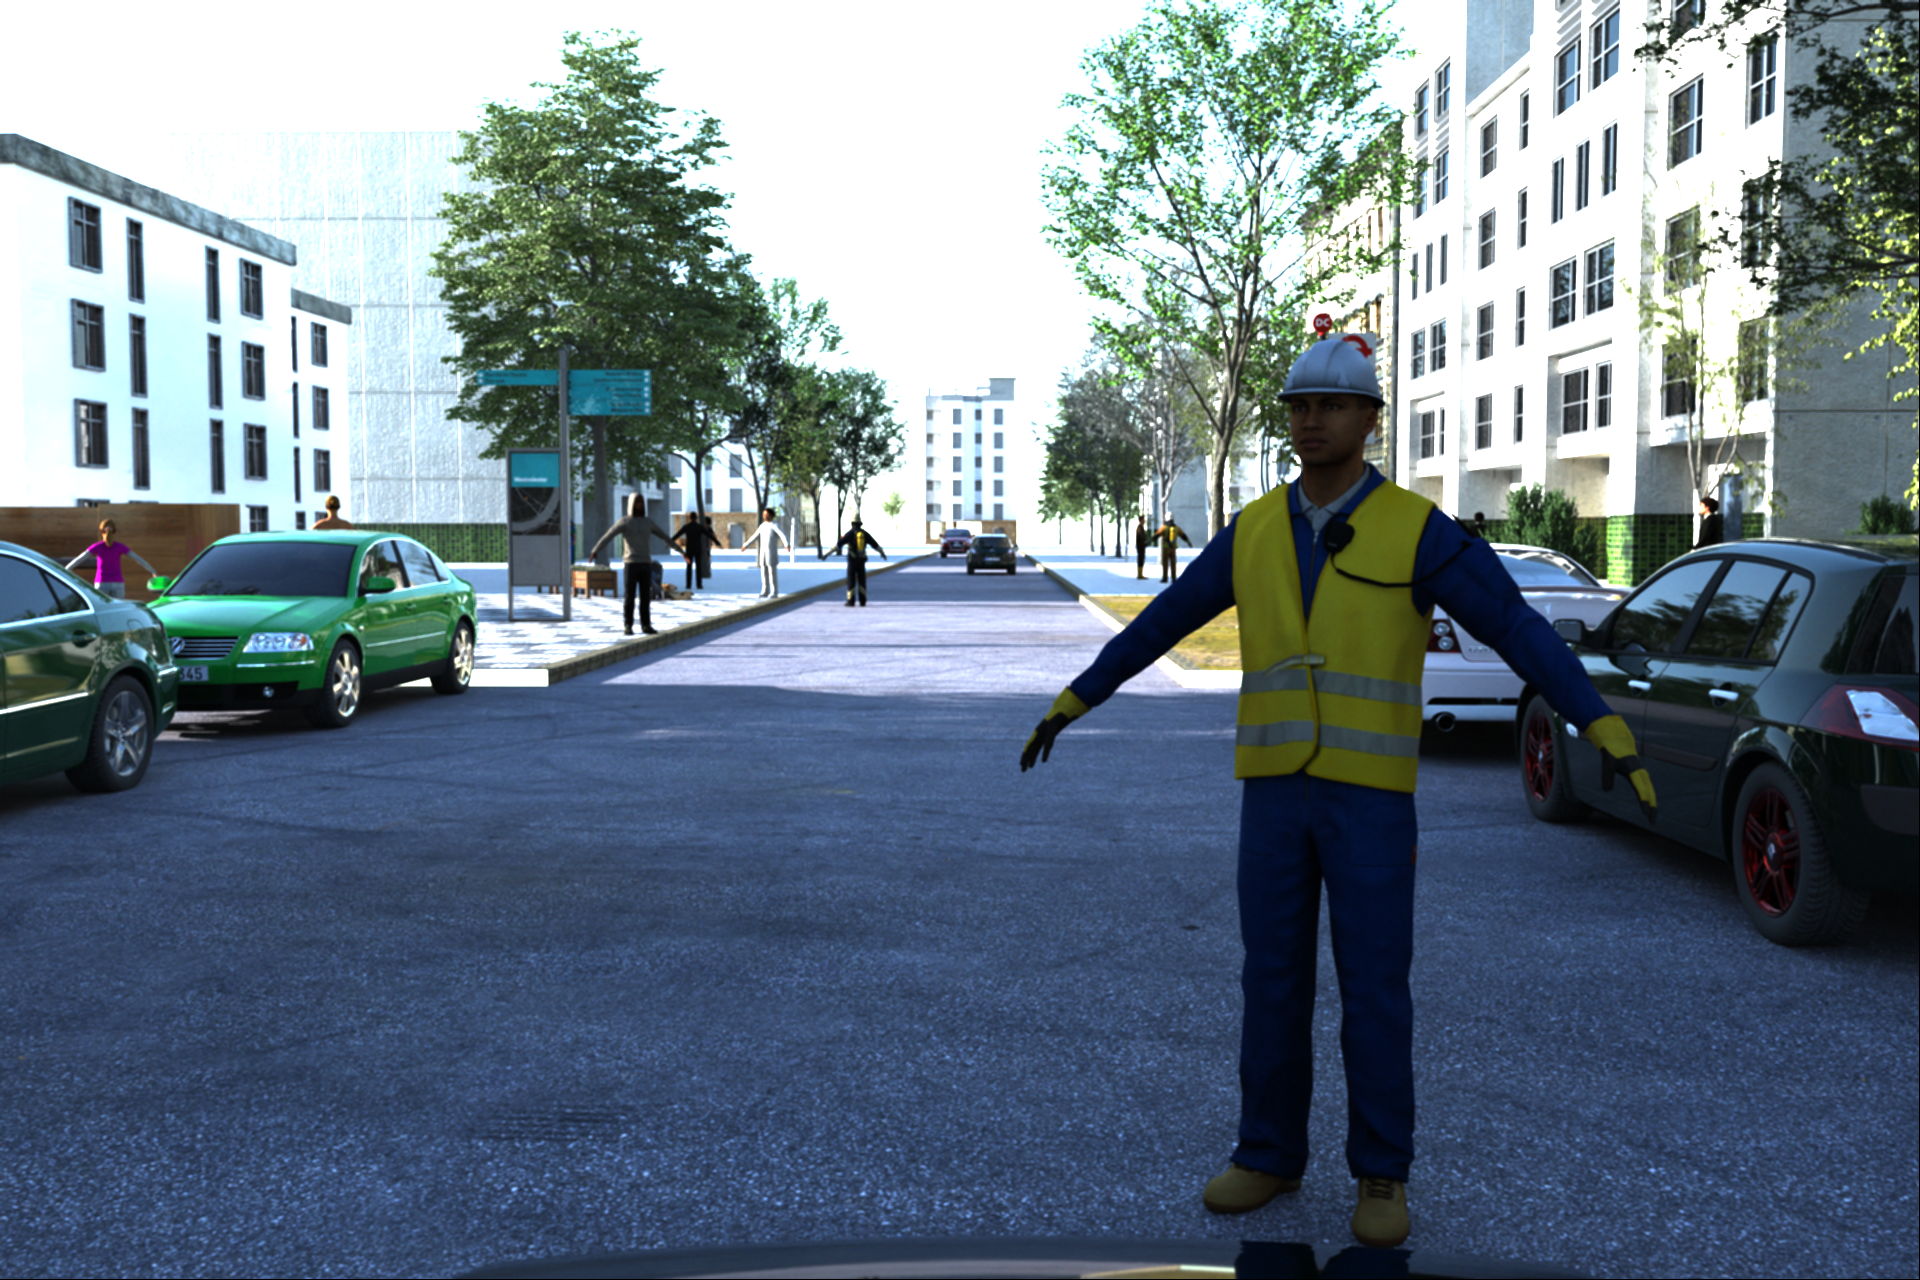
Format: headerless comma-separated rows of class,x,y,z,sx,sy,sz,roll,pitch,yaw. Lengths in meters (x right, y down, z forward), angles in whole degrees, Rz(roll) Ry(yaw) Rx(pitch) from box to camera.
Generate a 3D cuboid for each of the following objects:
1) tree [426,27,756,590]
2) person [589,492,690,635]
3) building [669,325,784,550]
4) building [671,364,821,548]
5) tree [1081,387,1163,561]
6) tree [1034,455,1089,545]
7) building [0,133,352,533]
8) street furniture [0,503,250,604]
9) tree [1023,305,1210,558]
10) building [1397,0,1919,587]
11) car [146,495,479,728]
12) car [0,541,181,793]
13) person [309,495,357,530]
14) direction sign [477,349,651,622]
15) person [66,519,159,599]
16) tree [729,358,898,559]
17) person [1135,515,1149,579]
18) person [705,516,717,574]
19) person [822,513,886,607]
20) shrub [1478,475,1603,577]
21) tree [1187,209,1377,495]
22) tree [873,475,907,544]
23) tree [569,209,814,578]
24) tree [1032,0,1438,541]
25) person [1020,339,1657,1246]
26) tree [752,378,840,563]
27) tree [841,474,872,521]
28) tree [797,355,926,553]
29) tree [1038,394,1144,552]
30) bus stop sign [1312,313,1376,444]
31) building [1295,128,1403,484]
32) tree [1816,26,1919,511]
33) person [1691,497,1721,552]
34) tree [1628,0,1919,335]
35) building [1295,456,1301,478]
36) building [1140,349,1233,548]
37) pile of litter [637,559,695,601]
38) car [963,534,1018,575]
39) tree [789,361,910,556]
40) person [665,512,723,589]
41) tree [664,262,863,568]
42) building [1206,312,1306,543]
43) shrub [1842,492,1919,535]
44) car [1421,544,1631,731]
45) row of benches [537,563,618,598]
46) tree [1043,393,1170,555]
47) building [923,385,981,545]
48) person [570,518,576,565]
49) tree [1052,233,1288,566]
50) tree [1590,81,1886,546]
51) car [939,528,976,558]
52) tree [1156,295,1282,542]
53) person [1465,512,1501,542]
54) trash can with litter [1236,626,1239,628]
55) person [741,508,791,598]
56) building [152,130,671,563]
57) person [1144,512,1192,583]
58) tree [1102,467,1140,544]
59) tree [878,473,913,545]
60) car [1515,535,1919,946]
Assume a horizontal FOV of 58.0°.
tree,-8.271,-7.399,39.107,7.486,12.596,7.792,0,3,0
person,-4.118,-0.981,22.165,1.348,1.813,0.705,-2,4,-31
building,-21.345,-17.641,144.848,16.016,20.090,11.380,0,4,2
building,-24.050,-20.816,171.277,19.493,23.208,18.063,0,4,1
tree,7.889,-8.005,81.242,4.360,8.622,3.978,0,3,0
tree,12.611,-17.887,210.576,7.486,12.596,7.792,0,3,0
building,-23.805,-6.632,50.573,9.099,9.664,28.070,0,4,2
street furniture,-12.776,-1.313,28.325,9.812,1.723,11.010,-1,4,-21
tree,8.559,-11.178,93.138,12.009,13.543,11.850,0,3,0
building,24.748,-11.201,49.589,16.747,18.905,31.486,0,4,1
car,-5.371,-0.331,14.201,1.959,1.807,4.718,0,4,2
car,-5.587,0.212,8.335,2.131,1.459,4.920,0,4,1
person,-7.365,-0.827,20.329,1.217,1.733,0.721,-2,4,-30
direction sign,-5.722,-2.261,25.733,2.525,3.948,1.411,0,4,2
person,-8.832,-0.533,17.984,0.991,1.433,0.599,-2,4,-30
tree,-7.280,-9.450,88.926,8.767,10.594,7.601,-2,4,-24
person,5.171,-2.630,49.132,0.704,1.812,1.346,0,4,-1
person,-7.922,-2.919,53.869,0.704,1.843,1.345,-3,5,-45
person,-2.061,-1.596,34.330,1.354,1.856,0.705,-2,4,-25
shrub,7.285,-1.071,21.929,1.690,2.028,1.600,0,3,0
tree,7.400,-5.486,40.055,4.737,8.622,4.395,0,3,0
tree,-8.144,-16.088,213.402,4.360,8.622,3.978,0,3,0
tree,-7.734,-7.075,50.094,7.601,10.594,8.767,0,4,-1
tree,4.909,-6.486,31.806,9.928,11.665,9.643,0,3,0
person,0.758,0.294,3.625,1.349,1.833,0.705,2,4,32
tree,-7.335,-7.687,76.038,4.737,8.622,4.395,0,3,0
tree,-12.223,-15.731,207.558,4.360,8.622,3.978,0,3,0
tree,-6.943,-12.690,117.844,12.009,13.543,11.850,0,3,0
tree,9.284,-12.451,121.706,7.486,12.596,7.792,0,3,0
bus stop sign,4.587,-1.974,20.975,0.855,3.939,0.416,0,4,1
building,25.714,-14.906,74.634,19.493,23.208,18.063,0,4,1
tree,13.524,-4.462,23.324,4.737,8.622,4.395,0,3,0
person,10.668,-1.137,24.784,0.705,1.806,1.347,2,4,34
tree,9.922,-4.904,14.596,8.767,10.594,7.601,-1,4,-14
building,25.949,-9.562,98.493,9.099,9.664,28.070,0,4,1
building,27.720,-18.796,173.764,16.747,18.905,31.486,0,4,2
pile of litter,-5.806,-1.227,34.033,1.176,0.858,1.719,0,4,0
car,1.108,-3.202,62.147,2.009,1.686,4.222,0,4,0
tree,-7.009,-10.826,102.757,9.928,11.665,9.643,0,3,0
person,-6.230,-2.099,40.546,1.346,1.802,0.704,0,4,-4
tree,-7.541,-8.560,65.704,9.928,11.665,9.643,0,3,0
building,26.355,-17.850,148.275,16.016,20.090,11.380,0,4,1
shrub,17.440,-1.753,32.704,1.661,2.075,1.752,0,3,0
car,3.559,-0.029,12.837,2.083,1.381,4.827,0,4,0
row of benches,-8.108,-1.283,36.438,1.422,0.672,4.104,-2,4,-27
tree,8.785,-10.437,105.053,8.767,10.594,7.601,1,4,17
building,-4.181,-21.672,213.221,11.380,20.090,16.016,0,4,7
person,-12.637,-3.051,56.009,0.704,1.817,1.347,-2,4,-32
tree,8.332,-9.767,70.059,12.009,13.543,11.850,0,3,0
tree,12.301,-4.814,29.069,4.360,8.622,3.978,0,3,0
car,-0.141,-5.998,106.748,2.281,1.827,5.304,0,4,1
tree,7.708,-6.343,54.071,4.360,8.622,3.978,0,3,0
person,10.863,-1.812,36.346,1.216,1.740,0.721,0,4,8
trash can with litter,4.599,-0.712,22.695,1.678,1.210,2.233,0,4,0
person,-3.879,-1.765,35.045,1.347,1.806,0.705,3,4,38
building,-26.747,-13.799,92.071,16.747,18.905,31.486,0,4,1
person,5.524,-2.446,45.756,1.354,1.858,0.705,-1,4,-14
tree,21.145,-18.062,213.447,7.486,12.596,7.792,0,3,0
tree,-7.687,-15.727,207.501,4.737,8.622,4.395,0,3,0
car,3.705,0.146,7.402,2.009,1.686,4.222,0,4,1
